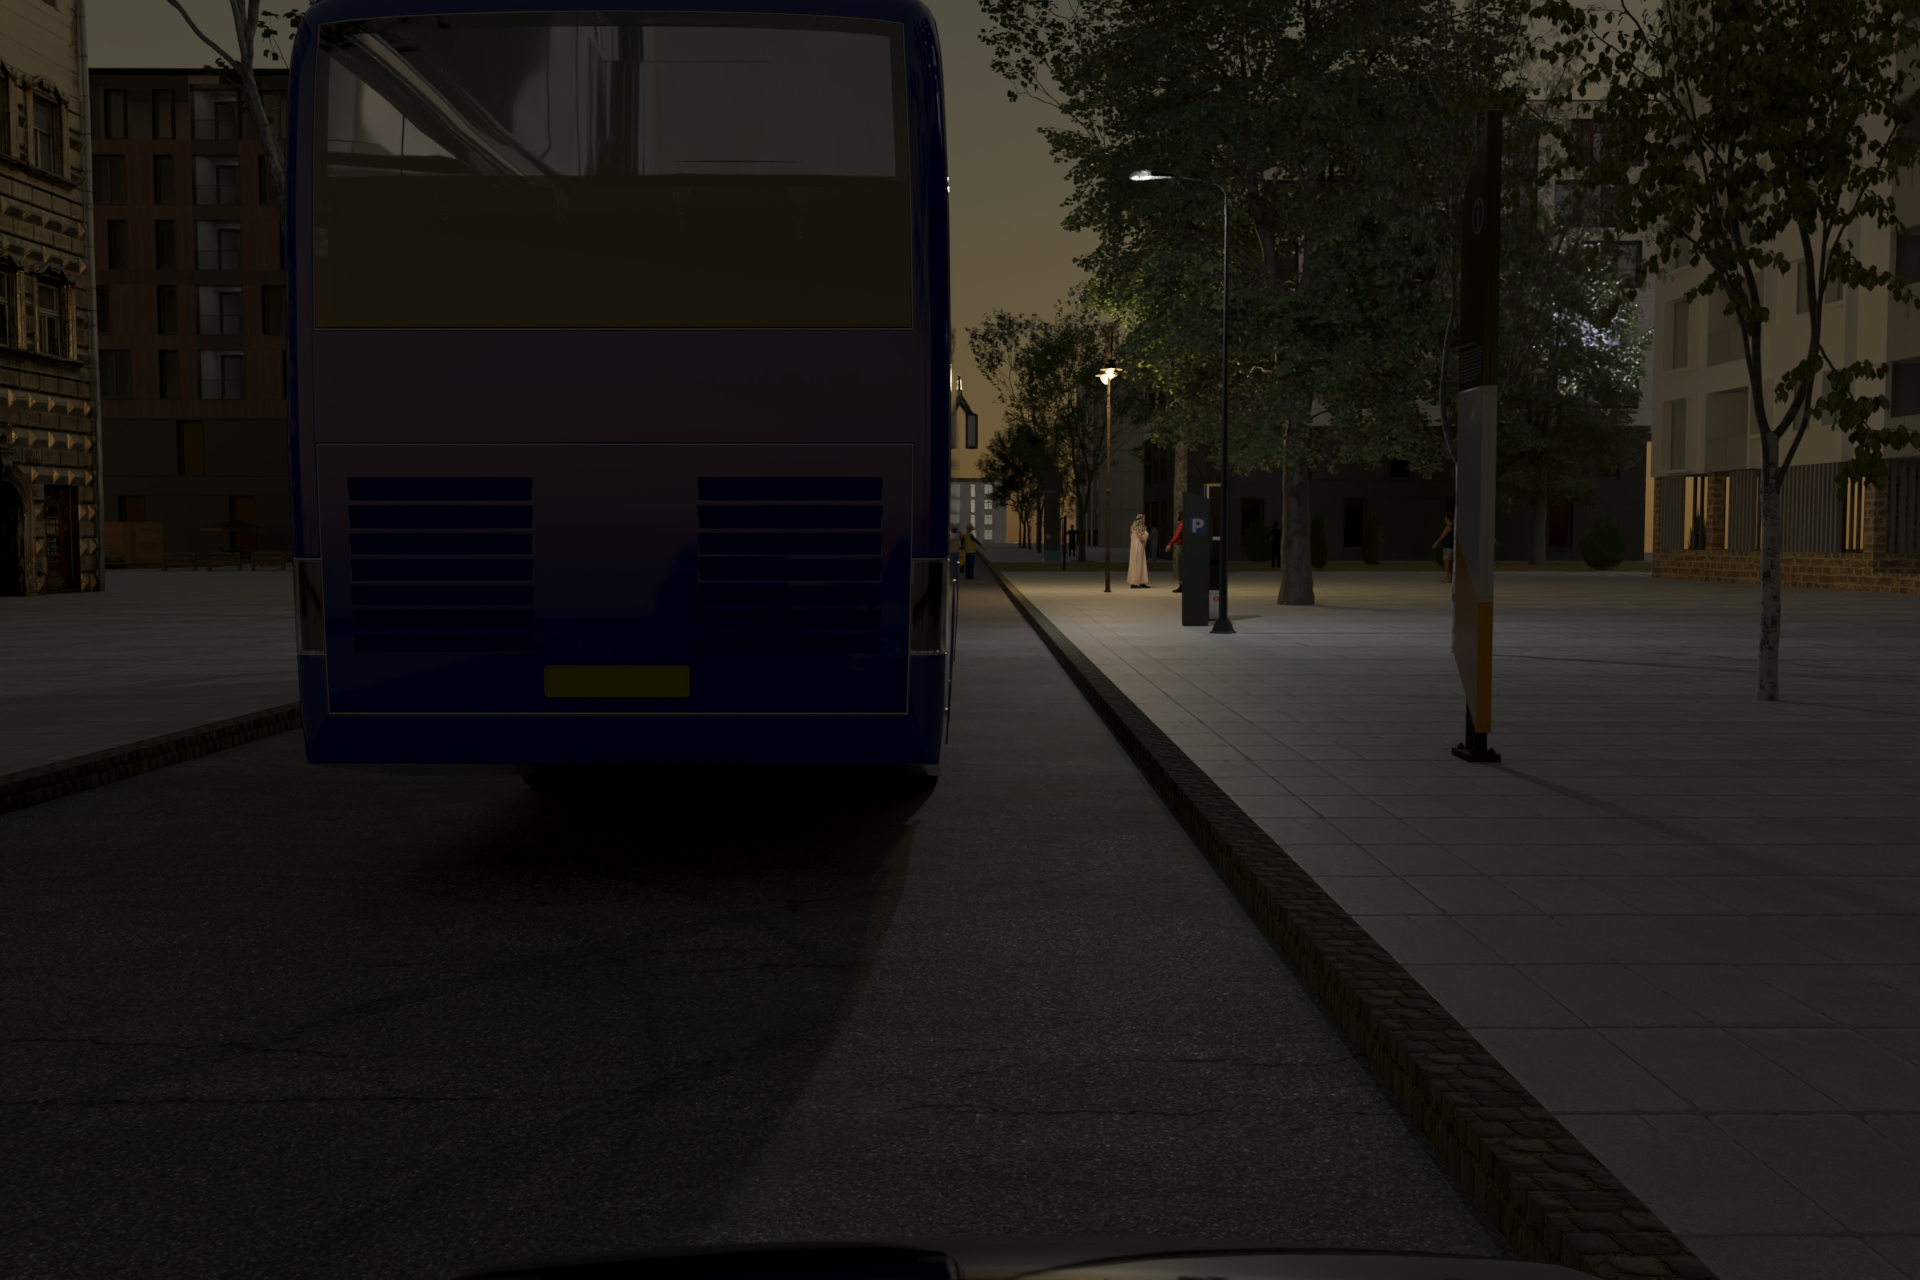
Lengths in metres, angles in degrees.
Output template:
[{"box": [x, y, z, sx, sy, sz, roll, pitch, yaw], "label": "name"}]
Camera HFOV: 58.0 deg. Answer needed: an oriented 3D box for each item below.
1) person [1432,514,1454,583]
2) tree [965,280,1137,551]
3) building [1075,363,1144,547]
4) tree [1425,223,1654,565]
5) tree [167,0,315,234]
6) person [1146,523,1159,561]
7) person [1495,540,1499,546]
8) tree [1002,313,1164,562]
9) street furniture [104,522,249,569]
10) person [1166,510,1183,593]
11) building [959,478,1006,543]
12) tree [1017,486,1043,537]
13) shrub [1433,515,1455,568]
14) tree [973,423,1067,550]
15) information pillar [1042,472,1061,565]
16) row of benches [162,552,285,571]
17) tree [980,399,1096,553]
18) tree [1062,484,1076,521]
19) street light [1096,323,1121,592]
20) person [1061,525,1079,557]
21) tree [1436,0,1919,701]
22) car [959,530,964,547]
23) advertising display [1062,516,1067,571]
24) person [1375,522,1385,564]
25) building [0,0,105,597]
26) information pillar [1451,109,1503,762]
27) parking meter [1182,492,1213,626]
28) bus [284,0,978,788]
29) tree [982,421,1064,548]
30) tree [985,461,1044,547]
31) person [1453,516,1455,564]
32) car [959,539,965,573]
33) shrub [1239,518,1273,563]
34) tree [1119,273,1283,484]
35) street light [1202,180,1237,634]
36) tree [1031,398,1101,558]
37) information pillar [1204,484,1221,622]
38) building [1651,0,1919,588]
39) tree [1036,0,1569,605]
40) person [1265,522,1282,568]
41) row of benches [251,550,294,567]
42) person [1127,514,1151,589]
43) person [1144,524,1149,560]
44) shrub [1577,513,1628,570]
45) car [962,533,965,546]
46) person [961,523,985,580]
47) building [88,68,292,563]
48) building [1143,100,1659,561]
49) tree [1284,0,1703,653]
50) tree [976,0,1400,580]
[{"box": [12.930, -2.428, 45.872, 0.704, 1.807, 1.345, 3, 5, 43], "label": "person"}, {"box": [7.042, -16.701, 128.949, 12.611, 20.169, 13.585, 0, 3, 0], "label": "tree"}, {"box": [22.058, -19.645, 187.648, 16.747, 18.905, 31.486, 0, 4, 0], "label": "building"}, {"box": [24.344, -10.144, 72.502, 9.857, 13.997, 8.962, 0, 3, 0], "label": "tree"}, {"box": [-10.933, -10.338, 24.918, 12.611, 20.169, 13.585, 0, 3, 0], "label": "tree"}, {"box": [9.080, -4.597, 81.351, 0.705, 1.806, 1.347, 2, 4, 28], "label": "person"}, {"box": [16.052, -2.907, 53.688, 1.344, 1.810, 0.704, -1, 4, -12], "label": "person"}, {"box": [5.771, -9.461, 80.449, 9.928, 11.665, 9.643, 0, 3, 0], "label": "tree"}, {"box": [-34.086, -3.630, 66.210, 9.812, 1.723, 11.010, 1, 4, 19], "label": "street furniture"}, {"box": [4.830, -1.941, 37.842, 0.704, 1.816, 1.345, 2, 4, 27], "label": "person"}, {"box": [-7.081, -18.950, 254.435, 28.070, 9.664, 9.099, 0, 4, 0], "label": "building"}, {"box": [10.001, -18.304, 249.627, 4.737, 8.622, 4.395, 0, 3, 0], "label": "tree"}, {"box": [17.474, -3.461, 61.001, 1.690, 2.028, 1.600, 0, 3, 0], "label": "shrub"}, {"box": [5.554, -12.730, 142.550, 8.767, 10.594, 7.601, -3, 5, -40], "label": "tree"}, {"box": [3.833, -5.069, 72.256, 0.750, 3.857, 0.750, 0, 4, -1], "label": "information pillar"}, {"box": [-25.655, -2.762, 60.619, 4.104, 0.672, 1.422, -1, 4, -16], "label": "row of benches"}, {"box": [5.348, -11.206, 117.626, 8.767, 10.594, 7.601, 1, 4, 10], "label": "tree"}, {"box": [18.715, -19.705, 256.582, 7.601, 10.594, 8.767, 0, 4, -5], "label": "tree"}, {"box": [3.257, -3.990, 38.021, 0.468, 5.910, 1.993, 0, 4, 0], "label": "street light"}, {"box": [6.357, -5.626, 98.104, 1.347, 1.817, 0.704, 1, 4, 8], "label": "person"}, {"box": [6.038, -3.833, 13.035, 4.737, 8.622, 4.395, 0, 3, 0], "label": "tree"}, {"box": [-0.645, -8.349, 145.178, 2.281, 1.827, 5.304, 0, 4, 0], "label": "car"}, {"box": [3.652, -3.390, 60.643, 0.123, 1.923, 0.974, 0, 4, 0], "label": "advertising display"}, {"box": [17.777, -4.147, 73.952, 0.704, 1.843, 1.345, 0, 4, -7], "label": "person"}, {"box": [-28.389, -12.112, 28.962, 19.493, 23.208, 18.063, 0, 4, 0], "label": "building"}, {"box": [2.949, -1.133, 9.872, 0.183, 3.616, 0.504, 0, 3, 0], "label": "information pillar"}, {"box": [3.303, -1.126, 24.126, 0.399, 1.863, 0.255, 0, 4, 0], "label": "parking meter"}, {"box": [-1.276, -1.287, 12.597, 2.896, 3.916, 12.251, 0, 4, 0], "label": "bus"}, {"box": [5.711, -14.010, 154.812, 9.928, 11.665, 9.643, 0, 3, 0], "label": "tree"}, {"box": [6.017, -14.155, 165.843, 7.601, 10.594, 8.767, -3, 5, -41], "label": "tree"}, {"box": [13.950, -2.602, 48.719, 0.705, 1.807, 1.348, 2, 4, 32], "label": "person"}, {"box": [-0.654, -3.385, 65.575, 2.015, 1.641, 3.980, 0, 4, 0], "label": "car"}, {"box": [13.375, -4.473, 77.551, 1.690, 2.028, 1.600, 0, 3, 0], "label": "shrub"}, {"box": [10.001, -8.708, 68.132, 9.928, 11.665, 9.643, 0, 3, 0], "label": "tree"}, {"box": [3.942, -3.038, 22.212, 1.470, 5.913, 1.316, 0, 4, 0], "label": "street light"}, {"box": [5.325, -8.785, 94.000, 4.360, 8.622, 3.978, 0, 3, 0], "label": "tree"}, {"box": [3.746, -1.281, 25.440, 0.304, 2.012, 0.304, 0, 4, 0], "label": "information pillar"}, {"box": [25.149, -11.725, 48.120, 16.016, 20.090, 11.380, 0, 4, 0], "label": "building"}, {"box": [6.160, -7.602, 30.946, 9.857, 13.997, 8.962, 0, 3, 0], "label": "tree"}, {"box": [12.006, -3.593, 65.463, 0.721, 1.740, 1.216, -3, 5, -42], "label": "person"}, {"box": [-26.606, -3.309, 69.557, 1.422, 0.672, 4.104, 2, 4, 34], "label": "row of benches"}, {"box": [4.229, -2.081, 40.736, 0.621, 1.740, 0.551, 0, 4, -7], "label": "person"}, {"box": [9.239, -4.901, 86.404, 0.705, 1.796, 1.348, 1, 4, 8], "label": "person"}, {"box": [22.882, -3.501, 61.656, 1.690, 2.028, 1.600, 0, 3, 0], "label": "shrub"}, {"box": [-0.007, -9.493, 164.807, 1.945, 1.707, 3.694, 0, 4, -1], "label": "car"}, {"box": [0.378, -2.746, 53.826, 0.721, 1.772, 1.216, -2, 4, -35], "label": "person"}, {"box": [-29.135, -15.213, 92.705, 27.936, 21.610, 32.646, 0, 4, -1], "label": "building"}, {"box": [24.125, -15.547, 98.172, 27.936, 21.610, 32.646, 0, 4, 0], "label": "building"}, {"box": [5.147, -4.166, 18.476, 4.360, 8.622, 3.978, 0, 3, 0], "label": "tree"}, {"box": [7.566, -11.698, 47.160, 12.611, 20.169, 13.585, 0, 3, 0], "label": "tree"}]
